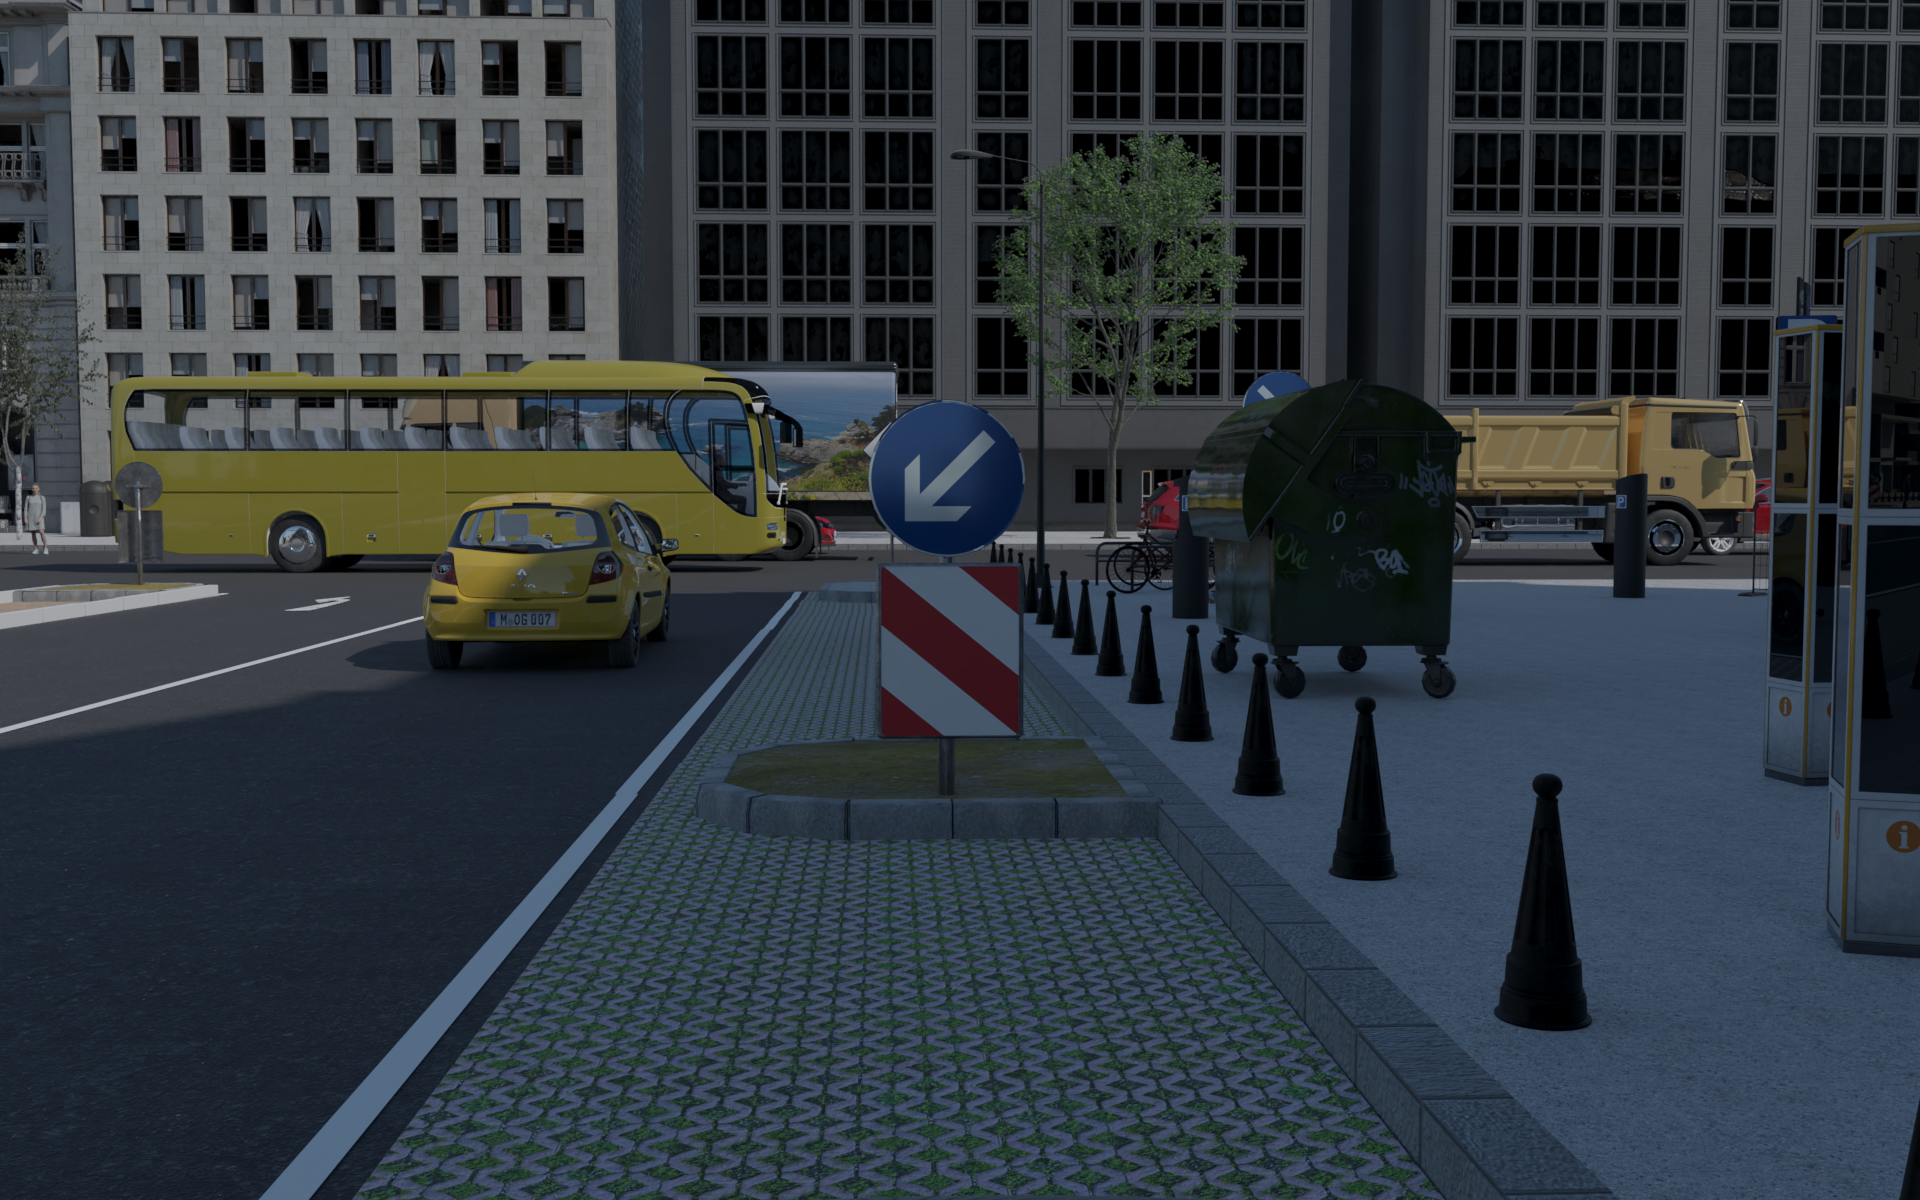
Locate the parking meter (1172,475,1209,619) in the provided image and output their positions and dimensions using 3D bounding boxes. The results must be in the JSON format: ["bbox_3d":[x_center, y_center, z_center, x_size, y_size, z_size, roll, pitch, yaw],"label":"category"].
[{"bbox_3d":[2.386,-0.580,17.897,0.372,1.533,0.369,0,3,0],"label":"parking meter"}]

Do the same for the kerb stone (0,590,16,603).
[{"bbox_3d":[-12.562,-0.036,22.783,0.120,0.150,1.000,0,4,-3],"label":"kerb stone"}]

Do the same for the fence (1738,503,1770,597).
[{"bbox_3d":[10.709,-0.602,21.053,0.480,1.192,2.264,-3,5,-41],"label":"fence"}]

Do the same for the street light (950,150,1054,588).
[{"bbox_3d":[0.566,-3.121,23.564,1.470,5.913,1.316,0,4,-3],"label":"street light"}]

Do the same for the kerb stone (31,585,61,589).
[{"bbox_3d":[-12.604,-0.099,23.809,0.120,0.150,1.000,0,4,-3],"label":"kerb stone"}]

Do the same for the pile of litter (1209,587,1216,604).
[{"bbox_3d":[3.423,-0.400,20.499,1.176,0.858,1.719,-3,4,-37],"label":"pile of litter"}]

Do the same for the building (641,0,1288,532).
[{"bbox_3d":[1.083,-16.516,63.536,24.014,27.812,14.314,0,4,-3],"label":"building"}]

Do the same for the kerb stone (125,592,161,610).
[{"bbox_3d":[-10.408,0.018,21.893,0.120,0.150,1.000,0,4,-3],"label":"kerb stone"}]

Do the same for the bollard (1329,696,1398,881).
[{"bbox_3d":[1.362,0.624,5.833,0.229,0.601,0.229,0,3,0],"label":"bollard"}]

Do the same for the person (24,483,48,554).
[{"bbox_3d":[-22.116,-1.955,41.470,0.512,1.701,0.522,-1,4,-19],"label":"person"}]

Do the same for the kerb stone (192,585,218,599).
[{"bbox_3d":[-10.509,-0.107,23.940,0.120,0.150,1.000,0,4,-3],"label":"kerb stone"}]

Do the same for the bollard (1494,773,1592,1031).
[{"bbox_3d":[1.429,0.723,4.228,0.229,0.601,0.229,0,3,0],"label":"bollard"}]

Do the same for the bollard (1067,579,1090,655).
[{"bbox_3d":[1.000,0.133,13.863,0.229,0.601,0.229,0,3,0],"label":"bollard"}]

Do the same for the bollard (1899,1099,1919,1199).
[{"bbox_3d":[1.506,0.821,2.624,0.229,0.601,0.229,0,3,0],"label":"bollard"}]

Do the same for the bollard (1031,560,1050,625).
[{"bbox_3d":[0.852,-0.063,17.072,0.229,0.601,0.229,0,3,0],"label":"bollard"}]

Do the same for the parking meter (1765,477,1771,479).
[{"bbox_3d":[24.876,-2.899,53.107,0.399,1.863,0.255,0,4,-1],"label":"parking meter"}]

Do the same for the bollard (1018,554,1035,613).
[{"bbox_3d":[0.778,-0.162,18.696,0.229,0.601,0.229,0,3,0],"label":"bollard"}]

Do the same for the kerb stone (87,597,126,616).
[{"bbox_3d":[-10.363,0.090,20.863,0.120,0.150,1.000,0,4,-3],"label":"kerb stone"}]

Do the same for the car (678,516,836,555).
[{"bbox_3d":[-5.218,-1.988,41.547,4.494,1.783,2.155,0,4,-4],"label":"car"}]

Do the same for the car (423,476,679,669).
[{"bbox_3d":[-3.613,-0.334,15.688,2.015,1.641,3.980,0,4,-4],"label":"car"}]

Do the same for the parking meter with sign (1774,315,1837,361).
[{"bbox_3d":[8.142,-1.218,16.174,0.543,3.016,1.738,1,4,8],"label":"parking meter with sign"}]

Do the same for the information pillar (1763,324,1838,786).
[{"bbox_3d":[3.819,-0.196,7.697,0.304,2.012,0.304,-1,4,-9],"label":"information pillar"}]

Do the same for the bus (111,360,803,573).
[{"bbox_3d":[-9.171,-2.501,32.439,12.252,3.916,2.896,0,4,-1],"label":"bus"}]

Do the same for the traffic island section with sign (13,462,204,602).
[{"bbox_3d":[-11.551,-0.960,23.836,2.006,1.907,1.989,0,4,-3],"label":"traffic island section with sign"}]

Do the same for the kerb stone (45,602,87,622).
[{"bbox_3d":[-10.319,0.144,19.839,0.120,0.150,1.000,0,4,-3],"label":"kerb stone"}]

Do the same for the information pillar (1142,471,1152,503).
[{"bbox_3d":[5.921,-3.086,54.945,0.304,2.012,0.304,1,4,9],"label":"information pillar"}]

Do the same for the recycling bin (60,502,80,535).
[{"bbox_3d":[-28.092,-2.589,54.887,0.722,1.027,0.722,-2,4,-28],"label":"recycling bin"}]

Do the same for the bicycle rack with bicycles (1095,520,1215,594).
[{"bbox_3d":[3.127,-0.617,23.476,2.925,0.926,2.852,-1,4,-9],"label":"bicycle rack with bicycles"}]

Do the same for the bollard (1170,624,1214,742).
[{"bbox_3d":[1.215,0.428,9.050,0.229,0.601,0.229,0,3,0],"label":"bollard"}]

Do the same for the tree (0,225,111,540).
[{"bbox_3d":[-26.150,-5.982,48.167,4.360,8.622,3.978,0,3,0],"label":"tree"}]

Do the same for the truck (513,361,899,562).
[{"bbox_3d":[-6.975,-2.985,37.711,11.283,4.237,2.839,0,4,-2],"label":"truck"}]

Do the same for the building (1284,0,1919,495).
[{"bbox_3d":[25.726,-16.543,63.987,24.014,27.812,14.314,0,4,-3],"label":"building"}]

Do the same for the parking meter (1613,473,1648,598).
[{"bbox_3d":[8.301,-0.797,21.446,0.372,1.533,0.369,0,3,0],"label":"parking meter"}]

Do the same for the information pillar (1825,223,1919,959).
[{"bbox_3d":[2.648,-0.023,4.871,0.304,2.012,0.304,1,4,18],"label":"information pillar"}]

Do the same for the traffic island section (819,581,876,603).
[{"bbox_3d":[-0.923,-0.110,24.074,2.009,0.180,2.903,0,4,-3],"label":"traffic island section"}]

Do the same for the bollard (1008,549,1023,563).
[{"bbox_3d":[0.709,-0.261,20.303,0.229,0.601,0.229,0,3,0],"label":"bollard"}]

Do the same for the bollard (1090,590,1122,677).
[{"bbox_3d":[1.069,0.231,12.259,0.229,0.601,0.229,0,3,0],"label":"bollard"}]

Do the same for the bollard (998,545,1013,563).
[{"bbox_3d":[0.638,-0.359,21.909,0.229,0.601,0.229,0,3,0],"label":"bollard"}]

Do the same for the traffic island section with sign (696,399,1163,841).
[{"bbox_3d":[-0.191,0.034,8.071,1.989,1.847,2.006,0,4,-3],"label":"traffic island section with sign"}]

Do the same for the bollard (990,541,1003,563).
[{"bbox_3d":[0.564,-0.457,23.514,0.229,0.601,0.229,0,3,0],"label":"bollard"}]

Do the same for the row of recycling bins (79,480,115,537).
[{"bbox_3d":[-25.744,-2.818,53.189,1.069,1.692,3.534,1,4,9],"label":"row of recycling bins"}]

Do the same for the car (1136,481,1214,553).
[{"bbox_3d":[6.681,-1.879,39.391,5.304,1.827,2.281,0,4,-2],"label":"car"}]

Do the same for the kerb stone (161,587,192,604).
[{"bbox_3d":[-10.452,-0.044,22.917,0.120,0.150,1.000,0,4,-3],"label":"kerb stone"}]

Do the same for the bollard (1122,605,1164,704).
[{"bbox_3d":[1.144,0.329,10.655,0.229,0.601,0.229,0,3,0],"label":"bollard"}]

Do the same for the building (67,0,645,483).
[{"bbox_3d":[-19.898,-12.580,60.436,16.860,20.320,10.420,0,4,-3],"label":"building"}]

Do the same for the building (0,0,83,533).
[{"bbox_3d":[-40.410,-13.416,61.146,24.055,21.916,13.314,0,4,-3],"label":"building"}]

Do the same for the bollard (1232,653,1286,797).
[{"bbox_3d":[1.286,0.526,7.437,0.229,0.601,0.229,0,3,0],"label":"bollard"}]

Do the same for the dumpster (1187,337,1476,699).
[{"bbox_3d":[2.435,-0.556,11.590,1.502,2.255,1.985,0,4,-3],"label":"dumpster"}]

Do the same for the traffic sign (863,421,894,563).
[{"bbox_3d":[-0.946,-1.245,23.996,0.795,2.450,0.064,0,4,-3],"label":"traffic sign"}]

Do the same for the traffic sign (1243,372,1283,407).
[{"bbox_3d":[3.307,-1.093,17.979,0.768,2.556,0.104,0,4,3],"label":"traffic sign"}]

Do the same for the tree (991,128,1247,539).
[{"bbox_3d":[4.478,-7.560,49.361,9.928,11.665,9.643,0,3,0],"label":"tree"}]

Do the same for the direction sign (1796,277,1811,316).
[{"bbox_3d":[8.970,-1.622,18.511,0.379,3.537,0.876,2,4,33],"label":"direction sign"}]

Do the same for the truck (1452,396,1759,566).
[{"bbox_3d":[11.881,-2.419,35.480,9.791,3.379,3.469,0,4,-2],"label":"truck"}]

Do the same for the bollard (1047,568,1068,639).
[{"bbox_3d":[0.926,0.035,15.468,0.229,0.601,0.229,0,3,0],"label":"bollard"}]

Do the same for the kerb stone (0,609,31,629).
[{"bbox_3d":[-10.267,0.207,18.811,0.120,0.150,1.000,0,4,-3],"label":"kerb stone"}]

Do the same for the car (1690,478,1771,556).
[{"bbox_3d":[19.305,-2.002,41.410,5.304,1.827,2.281,0,4,-4],"label":"car"}]
